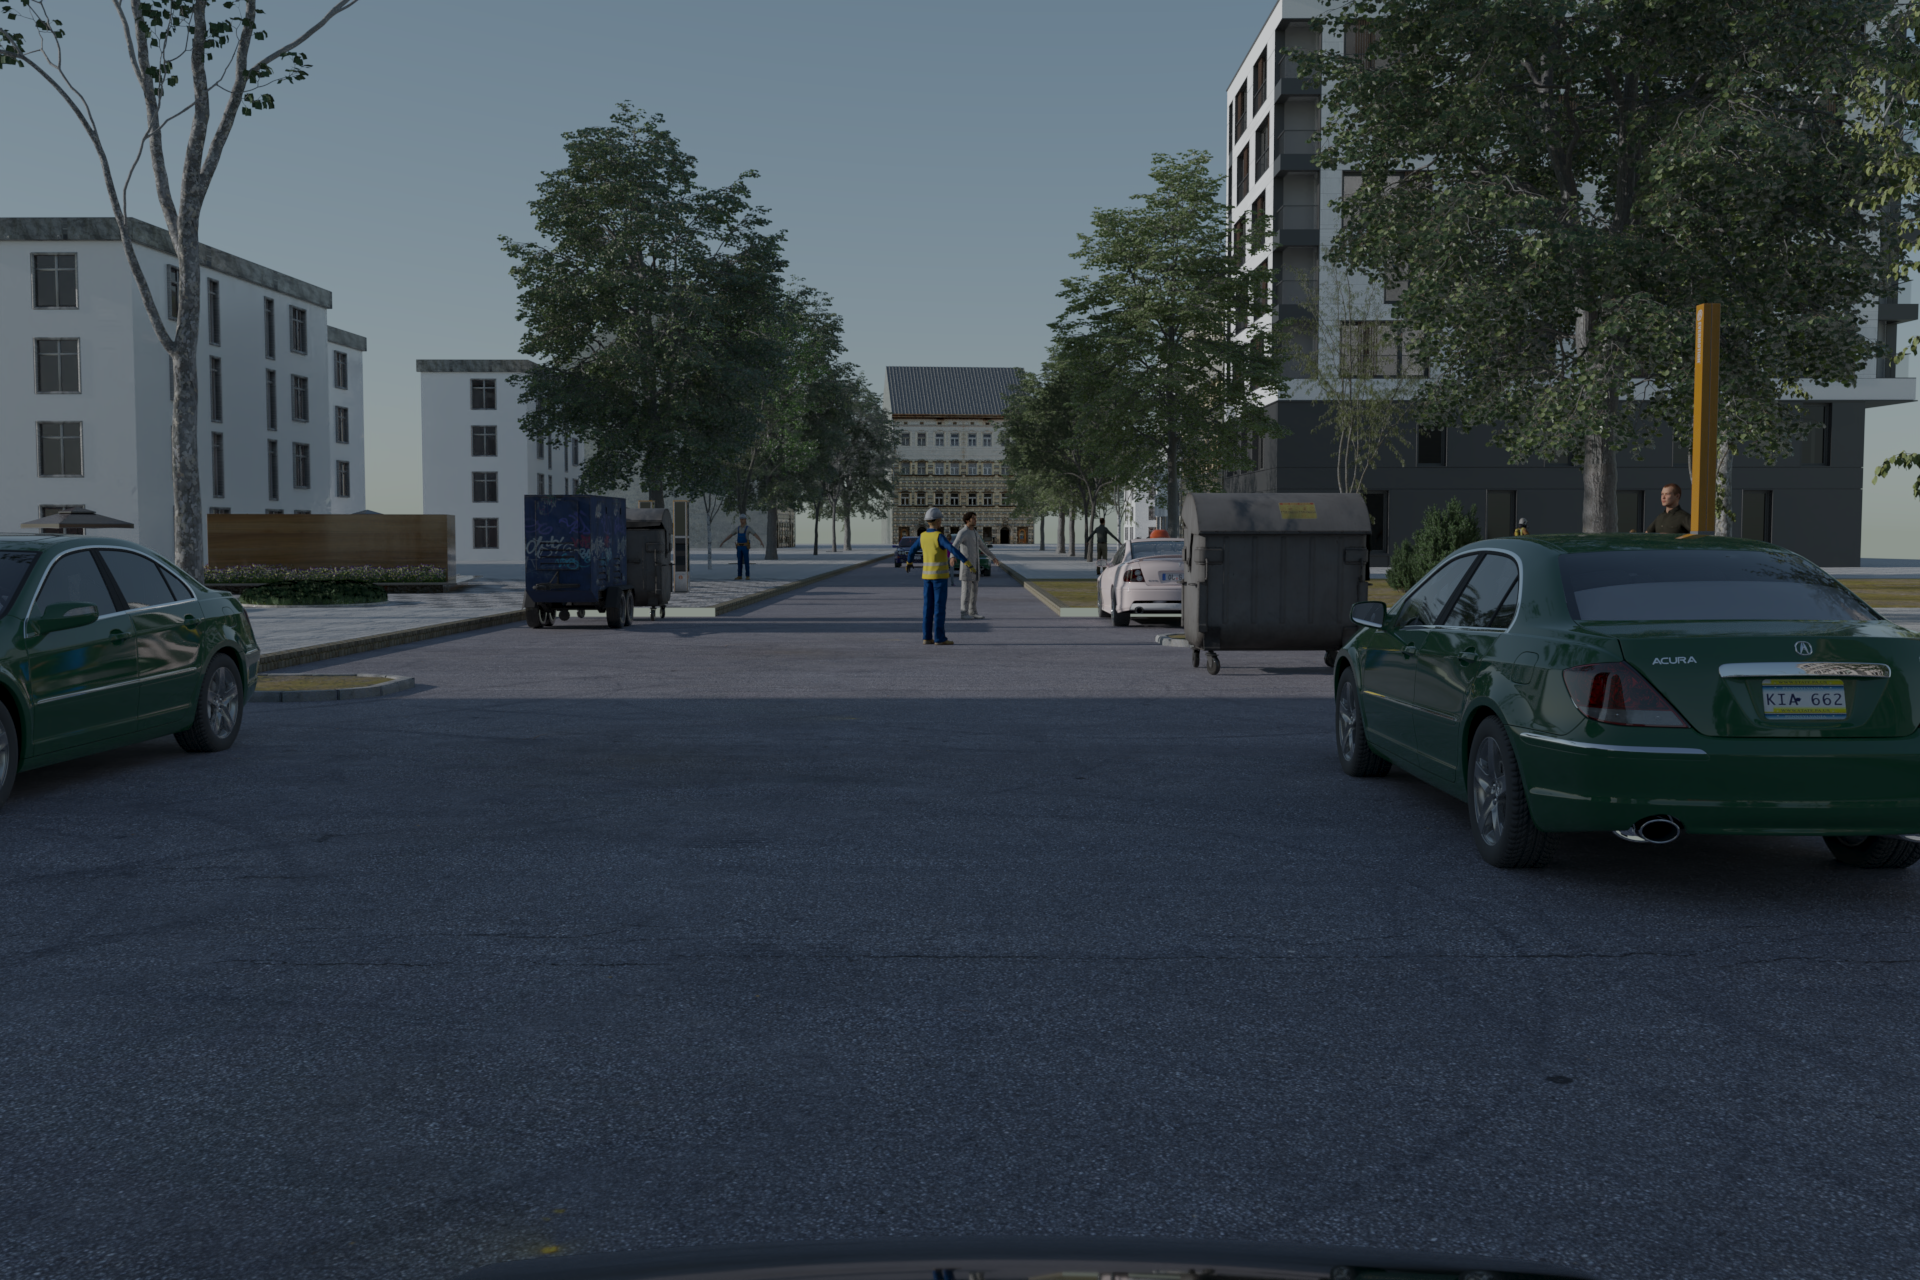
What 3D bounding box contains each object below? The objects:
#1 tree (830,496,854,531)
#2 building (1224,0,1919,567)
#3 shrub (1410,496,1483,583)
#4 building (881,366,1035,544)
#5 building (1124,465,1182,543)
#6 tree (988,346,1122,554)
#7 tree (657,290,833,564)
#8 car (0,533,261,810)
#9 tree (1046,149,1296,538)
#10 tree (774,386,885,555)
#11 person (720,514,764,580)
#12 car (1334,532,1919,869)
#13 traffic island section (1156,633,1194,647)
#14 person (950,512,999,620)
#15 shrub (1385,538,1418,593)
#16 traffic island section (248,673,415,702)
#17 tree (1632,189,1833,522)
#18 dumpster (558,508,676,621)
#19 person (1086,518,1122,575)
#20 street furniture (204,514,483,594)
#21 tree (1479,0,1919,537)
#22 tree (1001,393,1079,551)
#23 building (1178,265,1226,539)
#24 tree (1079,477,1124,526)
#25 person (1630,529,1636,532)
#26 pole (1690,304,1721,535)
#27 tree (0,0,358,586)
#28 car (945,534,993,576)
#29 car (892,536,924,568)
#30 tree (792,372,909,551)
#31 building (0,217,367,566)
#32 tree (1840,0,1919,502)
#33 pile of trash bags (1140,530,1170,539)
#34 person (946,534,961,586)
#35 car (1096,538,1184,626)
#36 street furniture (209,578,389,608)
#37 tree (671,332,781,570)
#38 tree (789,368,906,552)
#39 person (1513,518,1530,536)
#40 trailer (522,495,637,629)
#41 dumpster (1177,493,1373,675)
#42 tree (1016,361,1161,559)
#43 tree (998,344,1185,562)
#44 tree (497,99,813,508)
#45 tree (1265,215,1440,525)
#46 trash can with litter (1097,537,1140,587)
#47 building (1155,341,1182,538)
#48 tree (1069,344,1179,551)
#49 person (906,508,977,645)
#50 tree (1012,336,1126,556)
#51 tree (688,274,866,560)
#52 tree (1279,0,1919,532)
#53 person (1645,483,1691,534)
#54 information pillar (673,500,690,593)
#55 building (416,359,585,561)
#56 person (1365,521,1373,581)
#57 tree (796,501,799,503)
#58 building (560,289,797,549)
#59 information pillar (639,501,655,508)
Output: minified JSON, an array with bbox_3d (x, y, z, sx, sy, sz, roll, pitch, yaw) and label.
[{"bbox_3d":[-14.661,-16.560,221.118,4.737,8.622,4.395,0,3,0],"label":"tree"},{"bbox_3d":[26.196,-14.572,82.232,27.936,21.610,32.646,0,4,0],"label":"building"},{"bbox_3d":[10.080,-1.931,35.606,1.661,2.075,1.752,0,3,0],"label":"shrub"},{"bbox_3d":[-0.619,-24.016,226.052,18.063,23.208,19.493,0,4,-7],"label":"building"},{"bbox_3d":[23.538,-15.097,188.986,9.099,9.664,28.070,0,4,0],"label":"building"},{"bbox_3d":[6.669,-12.684,114.039,9.857,13.997,8.962,0,3,0],"label":"tree"},{"bbox_3d":[-9.203,-9.018,73.199,9.928,11.665,9.643,0,3,0],"label":"tree"},{"bbox_3d":[-5.770,0.105,10.085,2.131,1.459,4.920,0,4,0],"label":"car"},{"bbox_3d":[6.271,-8.153,51.430,7.486,12.596,7.792,0,3,0],"label":"tree"},{"bbox_3d":[-8.768,-10.394,104.353,8.767,10.594,7.601,0,4,-2],"label":"tree"},{"bbox_3d":[-6.089,-2.612,48.564,1.347,1.847,0.705,1,4,17],"label":"person"},{"bbox_3d":[3.191,0.180,8.851,2.131,1.459,4.920,0,4,0],"label":"car"},{"bbox_3d":[3.603,0.008,22.740,1.991,0.108,1.994,0,4,0],"label":"traffic island section"},{"bbox_3d":[0.193,-1.256,29.174,0.705,1.806,1.347,2,4,35],"label":"person"},{"bbox_3d":[9.782,-1.638,37.904,1.383,1.207,1.383,0,3,0],"label":"shrub"},{"bbox_3d":[-6.103,0.436,15.746,1.991,0.108,1.994,0,4,0],"label":"traffic island section"},{"bbox_3d":[14.635,-5.086,33.515,4.737,8.622,4.395,0,3,0],"label":"tree"},{"bbox_3d":[-5.761,-1.266,28.923,1.865,1.857,1.264,0,4,0],"label":"dumpster"},{"bbox_3d":[4.478,-2.941,54.361,1.348,1.796,0.705,3,4,37],"label":"person"},{"bbox_3d":[-15.699,-1.993,39.444,9.812,1.723,11.010,-1,4,-11],"label":"street furniture"},{"bbox_3d":[19.855,-11.517,44.191,12.611,20.169,13.585,0,3,0],"label":"tree"},{"bbox_3d":[6.722,-13.155,133.218,7.486,12.596,7.792,0,3,0],"label":"tree"},{"bbox_3d":[24.412,-17.006,108.970,19.493,23.208,18.063,0,4,-1],"label":"building"},{"bbox_3d":[18.708,-19.295,225.837,12.009,13.543,11.850,0,3,0],"label":"tree"},{"bbox_3d":[21.916,-2.872,56.225,0.599,1.433,0.991,0,4,-4],"label":"person"},{"bbox_3d":[6.642,-1.323,15.468,0.158,3.312,0.155,0,3,0],"label":"pole"},{"bbox_3d":[-12.078,-10.483,27.279,12.611,20.169,13.585,0,3,0],"label":"tree"},{"bbox_3d":[0.110,-2.958,60.163,2.131,1.459,4.920,0,4,-2],"label":"car"},{"bbox_3d":[-1.965,-3.845,75.445,1.945,1.354,3.894,0,4,-1],"label":"car"},{"bbox_3d":[-8.829,-13.905,134.007,9.857,13.997,8.962,0,3,0],"label":"tree"},{"bbox_3d":[-26.250,-7.215,60.107,9.099,9.664,28.070,0,4,1],"label":"building"},{"bbox_3d":[9.615,-3.934,14.681,4.737,8.622,4.395,0,3,0],"label":"tree"},{"bbox_3d":[3.959,-1.443,33.349,1.912,1.369,3.447,0,4,0],"label":"pile of trash bags"},{"bbox_3d":[-0.279,-2.203,47.750,0.991,1.433,0.599,1,4,15],"label":"person"},{"bbox_3d":[3.295,-0.974,28.288,2.083,1.381,4.827,0,4,0],"label":"car"},{"bbox_3d":[-15.596,-0.905,30.421,10.072,0.657,5.734,0,4,1],"label":"street furniture"},{"bbox_3d":[-9.217,-6.865,62.602,4.360,8.622,3.978,0,3,0],"label":"tree"},{"bbox_3d":[-8.994,-13.002,122.951,12.009,13.543,11.850,0,3,0],"label":"tree"},{"bbox_3d":[20.250,-3.456,62.271,0.705,1.858,1.354,-1,4,-16],"label":"person"},{"bbox_3d":[-5.825,-1.149,25.837,1.471,1.999,3.904,0,4,0],"label":"trailer"},{"bbox_3d":[3.258,-0.604,18.086,1.865,1.857,1.264,0,4,-1],"label":"dumpster"},{"bbox_3d":[6.681,-9.441,88.777,8.767,10.594,7.601,2,4,27],"label":"tree"},{"bbox_3d":[5.967,-8.814,78.523,8.767,10.594,7.601,-1,4,-9],"label":"tree"},{"bbox_3d":[-9.031,-8.863,51.557,9.857,13.997,8.962,0,3,0],"label":"tree"},{"bbox_3d":[8.938,-5.541,40.955,4.360,8.622,3.978,0,3,0],"label":"tree"},{"bbox_3d":[4.172,-1.843,41.188,1.678,1.210,2.233,0,4,-1],"label":"trash can with litter"},{"bbox_3d":[24.199,-19.090,168.545,16.016,20.090,11.380,0,4,0],"label":"building"},{"bbox_3d":[5.952,-7.148,67.236,4.360,8.622,3.978,0,3,0],"label":"tree"},{"bbox_3d":[-0.270,-0.829,22.475,1.216,1.772,0.721,3,5,43],"label":"person"},{"bbox_3d":[6.612,-11.113,99.818,7.486,12.596,7.792,0,3,0],"label":"tree"},{"bbox_3d":[-9.500,-10.995,86.428,9.857,13.997,8.962,0,3,0],"label":"tree"},{"bbox_3d":[9.594,-7.259,25.343,9.857,13.997,8.962,0,3,0],"label":"tree"},{"bbox_3d":[7.306,-0.713,17.870,0.705,1.803,1.348,-1,4,-23],"label":"person"},{"bbox_3d":[-6.095,-2.045,37.929,0.304,2.012,0.304,0,4,2],"label":"information pillar"},{"bbox_3d":[-25.517,-9.492,97.342,9.099,9.664,28.070,0,4,-1],"label":"building"},{"bbox_3d":[11.091,-2.522,47.429,0.705,1.806,1.347,1,4,23],"label":"person"},{"bbox_3d":[-24.157,-18.087,221.470,9.928,11.665,9.643,0,3,0],"label":"tree"},{"bbox_3d":[-25.561,-20.156,160.481,19.493,23.208,18.063,0,4,1],"label":"building"},{"bbox_3d":[-6.880,-2.055,38.088,0.304,2.012,0.304,0,4,0],"label":"information pillar"}]
